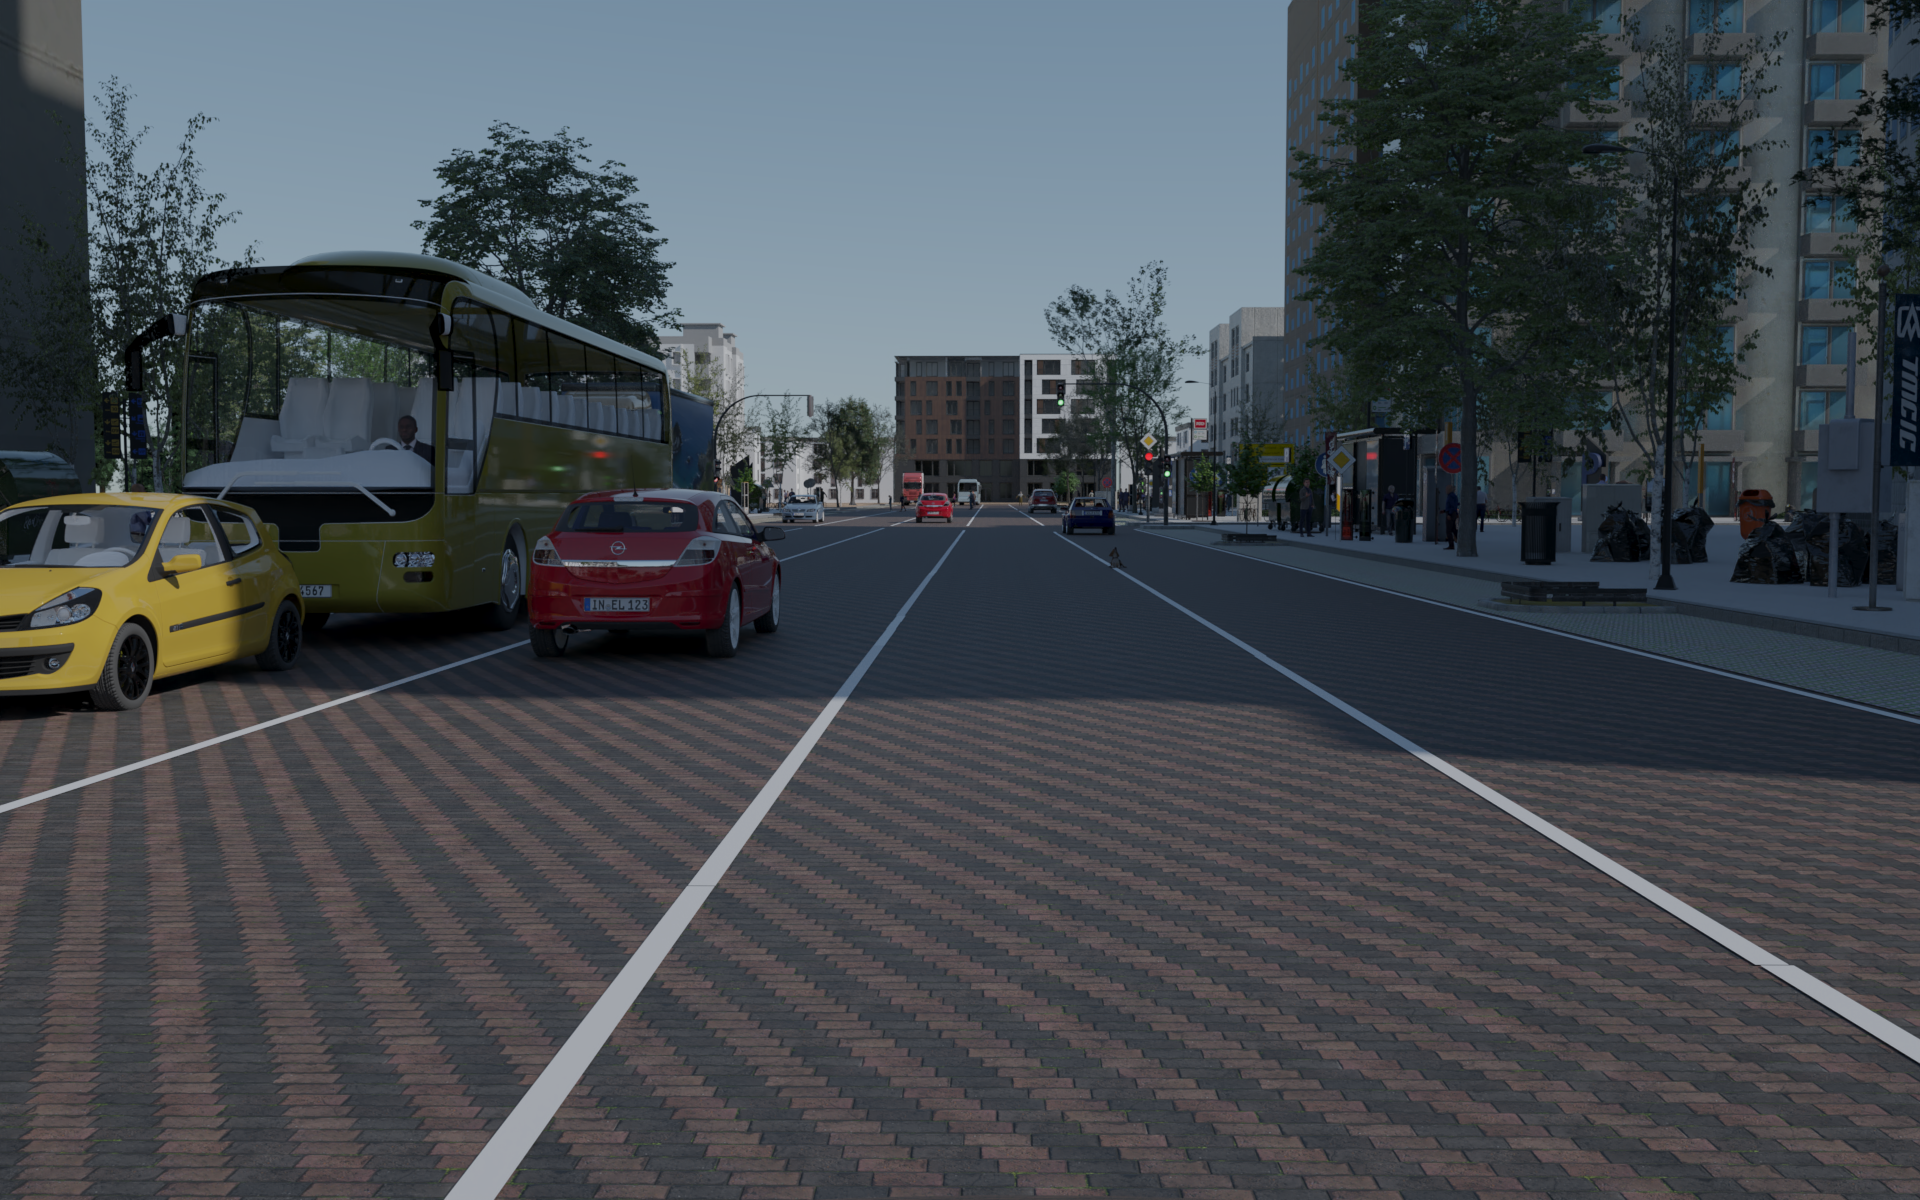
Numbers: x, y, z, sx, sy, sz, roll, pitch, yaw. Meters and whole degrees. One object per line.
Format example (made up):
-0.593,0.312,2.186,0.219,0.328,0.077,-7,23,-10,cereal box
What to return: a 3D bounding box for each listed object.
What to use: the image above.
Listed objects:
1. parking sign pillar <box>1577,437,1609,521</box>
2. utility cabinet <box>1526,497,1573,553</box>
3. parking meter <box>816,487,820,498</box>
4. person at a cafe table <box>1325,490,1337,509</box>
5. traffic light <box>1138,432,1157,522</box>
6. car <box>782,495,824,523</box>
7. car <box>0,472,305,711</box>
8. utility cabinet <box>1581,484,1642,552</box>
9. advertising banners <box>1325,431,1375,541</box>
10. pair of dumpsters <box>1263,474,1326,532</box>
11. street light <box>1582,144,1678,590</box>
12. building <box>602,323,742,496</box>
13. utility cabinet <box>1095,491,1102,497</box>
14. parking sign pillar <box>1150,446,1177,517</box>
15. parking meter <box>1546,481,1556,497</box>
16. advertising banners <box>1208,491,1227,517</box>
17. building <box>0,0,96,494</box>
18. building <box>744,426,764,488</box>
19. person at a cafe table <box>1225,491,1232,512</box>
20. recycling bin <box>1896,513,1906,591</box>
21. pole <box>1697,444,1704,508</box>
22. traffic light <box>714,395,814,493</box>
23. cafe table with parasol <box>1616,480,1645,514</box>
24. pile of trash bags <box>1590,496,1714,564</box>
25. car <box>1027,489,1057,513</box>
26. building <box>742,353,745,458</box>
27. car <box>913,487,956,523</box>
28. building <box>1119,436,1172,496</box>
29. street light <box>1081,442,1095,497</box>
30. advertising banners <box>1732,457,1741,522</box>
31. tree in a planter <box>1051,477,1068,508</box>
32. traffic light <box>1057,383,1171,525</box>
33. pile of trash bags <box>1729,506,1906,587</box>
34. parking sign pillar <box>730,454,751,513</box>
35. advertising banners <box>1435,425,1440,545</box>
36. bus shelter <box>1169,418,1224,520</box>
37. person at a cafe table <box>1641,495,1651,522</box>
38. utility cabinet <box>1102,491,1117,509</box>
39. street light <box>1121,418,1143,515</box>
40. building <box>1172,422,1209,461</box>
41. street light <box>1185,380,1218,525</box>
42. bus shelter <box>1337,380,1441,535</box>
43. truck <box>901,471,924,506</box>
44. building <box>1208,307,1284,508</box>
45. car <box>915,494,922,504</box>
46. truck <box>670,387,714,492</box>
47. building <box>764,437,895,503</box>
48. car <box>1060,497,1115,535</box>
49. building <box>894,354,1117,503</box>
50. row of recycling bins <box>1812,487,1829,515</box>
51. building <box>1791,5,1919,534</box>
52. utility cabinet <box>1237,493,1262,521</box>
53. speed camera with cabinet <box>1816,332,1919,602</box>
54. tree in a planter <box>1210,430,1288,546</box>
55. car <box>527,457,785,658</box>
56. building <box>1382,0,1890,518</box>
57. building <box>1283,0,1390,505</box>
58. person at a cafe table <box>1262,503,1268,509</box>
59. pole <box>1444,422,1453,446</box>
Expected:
29.795,-5.678,81.308,1.447,3.967,1.447,-2,4,-23,parking sign pillar
12.967,-1.650,38.132,1.020,1.237,0.306,-1,4,-20,utility cabinet
-12.360,-8.862,150.606,0.255,1.863,0.399,-1,4,-10,parking meter
22.216,-5.678,101.344,1.622,1.524,1.698,0,4,3,person at a cafe table
8.553,-5.501,78.854,0.839,4.253,0.868,0,4,1,traffic light
-7.834,-4.572,86.761,2.014,1.417,4.499,0,4,2,car
-6.304,-0.151,12.685,2.015,1.641,3.980,0,4,1,car
14.123,-1.765,37.534,1.173,1.500,0.318,0,4,1,utility cabinet
10.731,-3.160,47.859,0.090,3.025,2.074,-2,4,-27,advertising banners
11.706,-3.542,60.412,1.574,2.255,4.437,0,4,1,pair of dumpsters
8.951,-3.094,23.131,1.470,5.913,1.316,0,4,1,street light
-32.996,-20.366,189.410,16.016,20.091,11.380,0,4,1,building
11.961,-8.397,145.968,1.173,1.500,0.318,2,4,32,utility cabinet
12.069,-7.042,103.611,1.447,3.967,1.447,-2,4,-33,parking sign pillar
27.303,-4.546,80.043,0.399,1.863,0.255,-3,4,-36,parking meter
14.041,-6.222,97.912,2.074,3.025,0.090,1,4,14,advertising banners
-39.623,-25.839,46.172,21.600,48.544,21.300,0,4,1,building
-39.027,-16.581,213.251,28.070,9.664,9.099,0,4,1,building
19.272,-7.156,125.509,1.698,1.524,1.622,-1,4,-17,person at a cafe table
12.796,-0.618,22.660,0.722,1.027,0.722,0,3,0,recycling bin
30.027,-4.672,70.233,0.158,3.312,0.155,0,3,0,pole
-9.072,-6.393,79.187,4.771,5.953,1.251,0,4,1,traffic light
32.542,-4.897,84.924,2.610,1.966,2.610,0,4,8,cafe table with parasol
13.472,-1.375,32.240,1.912,1.369,3.447,-2,4,-35,pile of trash bags
6.179,-7.420,129.985,2.281,1.827,5.304,0,4,0,car
-33.170,-21.089,201.228,16.016,20.091,11.380,0,4,1,building
-1.291,-4.781,87.203,2.155,1.783,4.494,0,4,1,car
37.434,-19.207,256.178,28.070,9.664,9.099,0,4,1,building
11.370,-11.054,153.275,1.470,5.913,1.316,0,4,1,street light
36.501,-5.213,81.414,0.090,3.025,2.074,1,4,13,advertising banners
10.406,-11.229,180.817,1.991,3.239,1.994,0,4,1,tree in a planter
6.318,-5.878,70.766,4.771,5.953,1.251,0,4,1,traffic light
13.032,-0.940,25.117,3.447,1.369,1.912,-2,4,-24,pile of trash bags
-14.905,-7.875,117.234,1.447,3.967,1.447,-1,4,-18,parking sign pillar
12.165,-2.933,44.150,0.090,3.025,2.074,1,4,18,advertising banners
11.963,-6.830,89.303,2.179,5.291,8.768,0,4,1,bus shelter
32.043,-4.314,81.392,1.698,1.238,1.726,0,4,6,person at a cafe table
12.507,-8.255,143.644,0.318,1.500,1.173,-3,5,-42,utility cabinet
10.482,-8.130,105.463,1.470,5.913,1.316,0,4,1,street light
31.127,-15.913,202.323,9.099,9.664,28.070,0,4,1,building
9.872,-6.012,70.832,1.470,5.913,1.316,0,4,1,street light
14.095,-4.953,58.608,2.179,5.291,8.768,0,4,1,bus shelter
-5.822,-13.839,215.180,2.839,4.237,11.283,0,4,-1,truck
35.089,-18.703,172.244,16.747,18.905,31.486,0,4,1,building
-3.322,-9.543,166.253,2.015,1.641,3.980,0,4,1,car
-8.739,-3.487,45.931,2.839,4.237,11.283,0,4,2,truck
-23.745,-19.265,257.130,28.070,9.664,9.099,0,4,1,building
4.606,-3.043,62.337,1.945,1.354,3.894,0,3,0,car
6.781,-25.809,265.949,32.646,21.610,27.936,0,4,1,building
40.571,-4.499,80.673,1.069,1.692,3.534,1,4,10,row of recycling bins
34.966,-30.476,40.277,21.231,58.520,28.212,0,4,1,building
13.790,-4.517,82.538,1.173,1.500,0.318,-1,4,-18,utility cabinet
11.480,-1.622,20.850,0.660,3.252,2.038,-3,4,-38,speed camera with cabinet
8.045,-3.134,48.458,1.991,3.239,1.994,0,4,1,tree in a planter
-2.817,-0.467,16.683,2.155,1.783,4.494,0,4,2,car
40.452,-29.534,102.496,30.456,49.044,23.786,0,4,1,building
35.118,-30.202,143.913,14.600,45.320,14.200,0,4,1,building
19.975,-6.088,110.401,1.698,1.238,1.726,-1,4,-13,person at a cafe table
13.810,-3.376,49.043,0.158,3.312,0.155,0,3,0,pole
